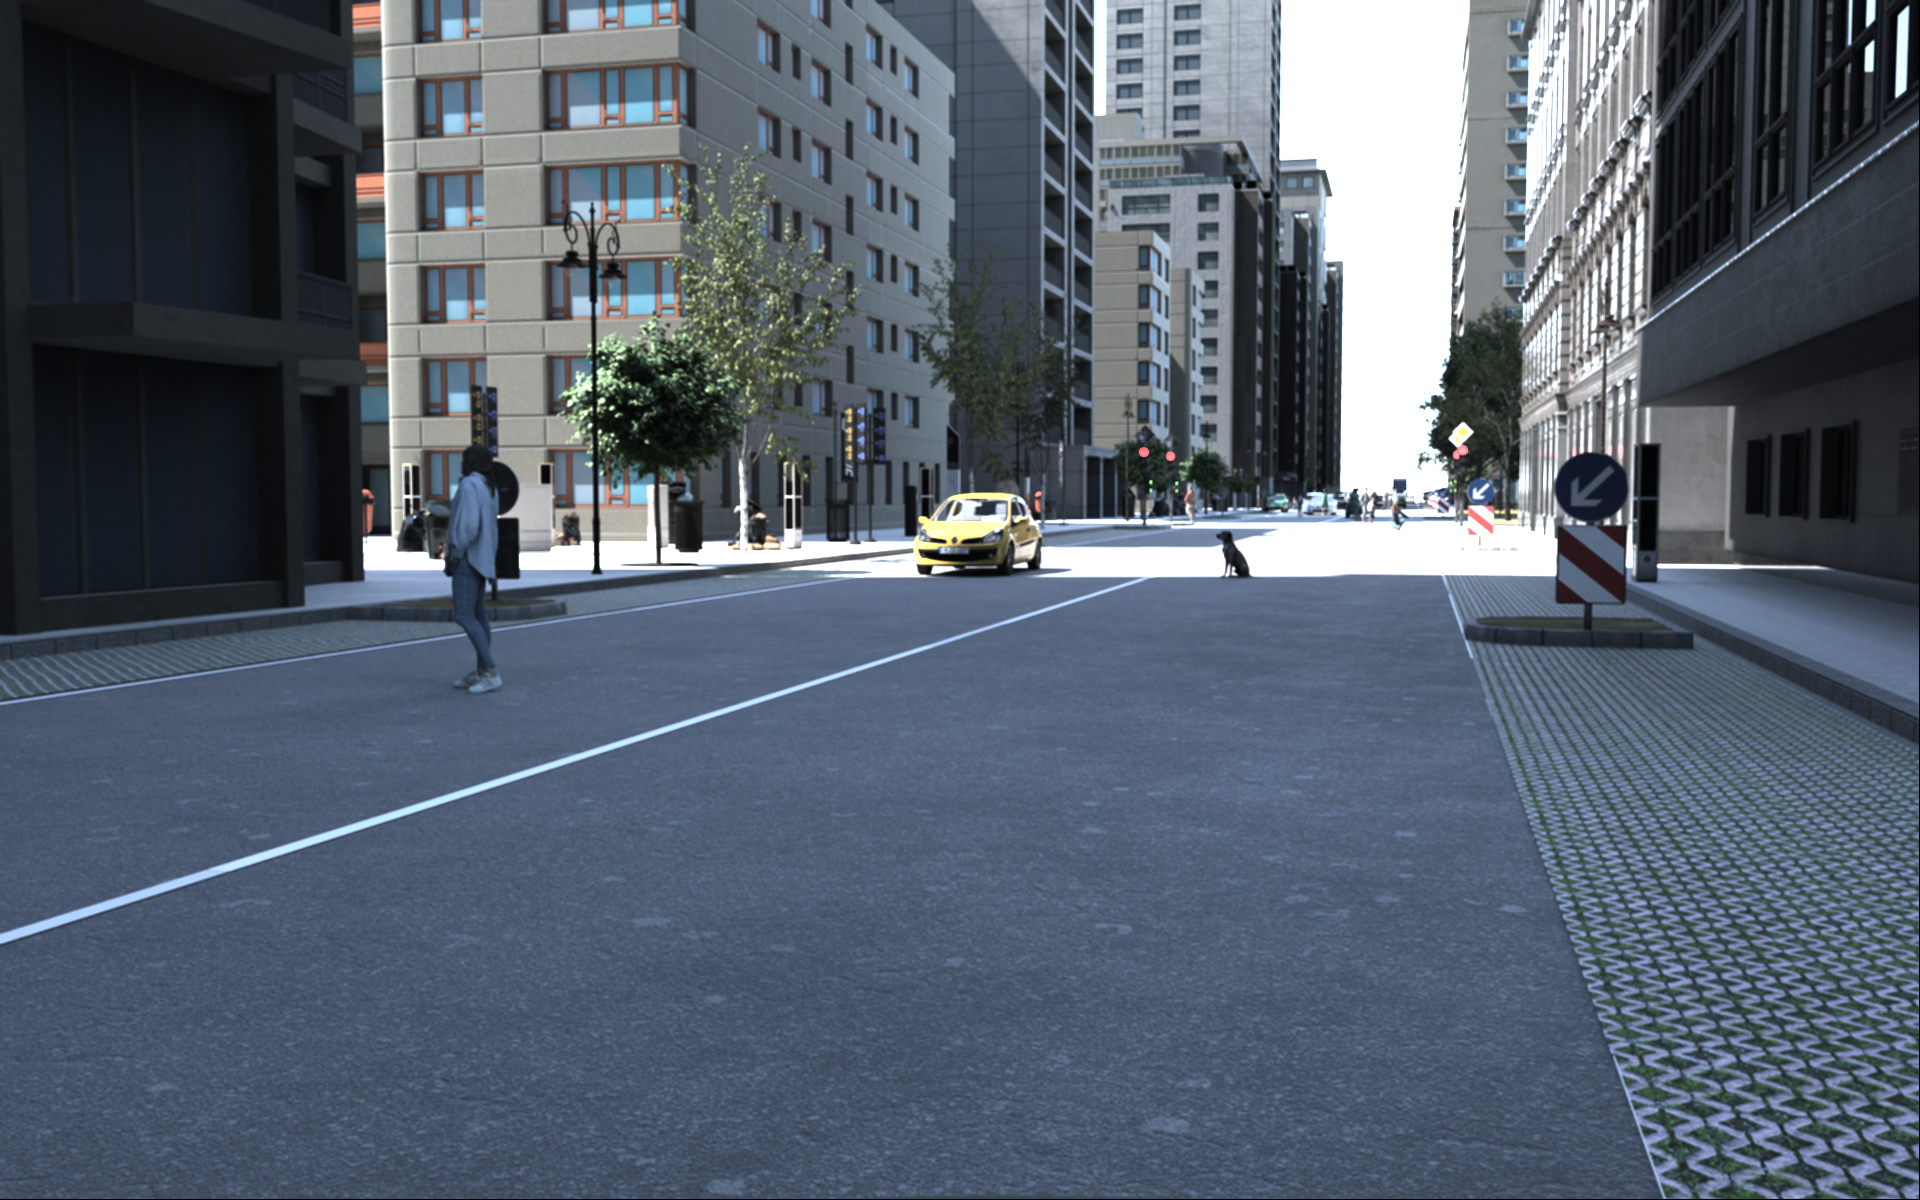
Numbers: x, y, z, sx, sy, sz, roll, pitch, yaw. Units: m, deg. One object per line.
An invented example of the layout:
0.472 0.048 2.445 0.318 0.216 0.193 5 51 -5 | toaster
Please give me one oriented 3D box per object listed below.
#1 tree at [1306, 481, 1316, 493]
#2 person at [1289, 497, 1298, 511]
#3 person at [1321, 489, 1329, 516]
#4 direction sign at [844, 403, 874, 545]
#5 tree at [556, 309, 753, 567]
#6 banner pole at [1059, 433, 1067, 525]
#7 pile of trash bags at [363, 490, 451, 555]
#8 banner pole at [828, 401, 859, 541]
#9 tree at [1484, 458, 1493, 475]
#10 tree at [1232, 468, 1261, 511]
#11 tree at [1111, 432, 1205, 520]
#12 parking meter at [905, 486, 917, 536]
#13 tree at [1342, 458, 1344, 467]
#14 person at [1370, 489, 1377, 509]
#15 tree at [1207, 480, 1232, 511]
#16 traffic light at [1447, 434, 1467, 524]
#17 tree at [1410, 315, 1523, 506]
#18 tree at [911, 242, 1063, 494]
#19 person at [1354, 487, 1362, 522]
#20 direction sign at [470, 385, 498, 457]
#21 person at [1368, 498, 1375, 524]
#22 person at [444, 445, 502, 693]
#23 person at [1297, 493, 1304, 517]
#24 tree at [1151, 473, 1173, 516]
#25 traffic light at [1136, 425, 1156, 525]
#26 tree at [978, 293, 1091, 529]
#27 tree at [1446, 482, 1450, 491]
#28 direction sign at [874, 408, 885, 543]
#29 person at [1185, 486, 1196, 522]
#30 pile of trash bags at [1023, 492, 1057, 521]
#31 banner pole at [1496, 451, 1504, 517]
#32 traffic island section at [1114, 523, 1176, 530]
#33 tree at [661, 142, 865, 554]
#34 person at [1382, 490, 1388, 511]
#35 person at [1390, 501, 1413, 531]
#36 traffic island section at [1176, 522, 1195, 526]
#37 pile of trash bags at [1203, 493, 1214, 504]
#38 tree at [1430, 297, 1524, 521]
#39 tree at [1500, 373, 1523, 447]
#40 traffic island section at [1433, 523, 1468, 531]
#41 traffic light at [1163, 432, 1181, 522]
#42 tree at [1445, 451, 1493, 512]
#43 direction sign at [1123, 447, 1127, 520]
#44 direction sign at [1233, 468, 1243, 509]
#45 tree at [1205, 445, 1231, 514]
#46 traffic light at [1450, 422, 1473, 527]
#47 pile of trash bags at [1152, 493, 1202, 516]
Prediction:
45.939 -14.188 226.566 1.663 3.219 1.824 0 3 0 | tree
28.401 -8.137 147.031 0.738 1.151 1.012 -2 4 -30 | person
24.147 -6.467 114.485 0.529 1.795 0.600 2 4 25 | person
-2.631 -3.151 43.513 0.379 3.537 0.876 -3 5 -39 | direction sign
-5.463 -2.896 31.065 4.285 4.588 4.351 0 3 0 | tree
4.186 -4.949 70.925 0.401 3.779 0.863 1 4 23 | banner pole
-11.713 -1.718 37.841 3.447 1.369 1.912 -3 5 -42 | pile of trash bags
-3.148 -3.476 46.853 0.863 3.779 0.401 1 4 10 | banner pole
41.142 -11.507 138.494 4.360 8.622 3.978 0 3 0 | tree
23.951 -9.147 144.159 1.663 3.219 1.824 0 3 0 | tree
9.294 -6.374 87.927 4.285 4.588 4.351 0 3 0 | tree
-1.497 -2.719 52.867 0.372 1.533 0.369 0 3 0 | parking meter
65.577 -21.724 305.542 4.360 8.622 3.978 0 3 0 | tree
30.981 -7.451 130.123 0.655 1.846 0.447 -2 4 -34 | person
19.625 -8.535 134.147 1.663 3.219 1.824 0 3 0 | tree
21.596 -5.282 75.287 0.839 4.253 0.868 1 4 15 | traffic light
33.480 -11.871 111.097 9.611 12.733 9.660 0 3 0 | tree
0.567 -6.164 51.150 4.737 8.622 4.395 0 3 0 | tree
20.769 -4.970 90.034 0.573 1.790 0.520 0 4 -4 | person
-10.004 -2.721 36.491 0.379 3.537 0.876 1 4 20 | direction sign
19.783 -4.291 83.337 0.352 1.250 0.332 2 4 27 | person
-3.557 -0.243 12.744 0.793 1.790 0.793 -2 4 -33 | person
20.879 -5.828 106.387 0.523 1.515 0.503 1 4 10 | person
11.463 -6.448 100.028 1.663 3.219 1.824 0 3 0 | tree
7.560 -5.001 70.682 0.839 4.253 0.868 1 4 15 | traffic light
2.919 -6.937 63.783 4.360 8.622 3.978 0 3 0 | tree
64.765 -14.296 228.347 1.663 3.219 1.824 0 3 0 | tree
-2.368 -3.278 45.589 0.876 3.537 0.379 -2 4 -27 | direction sign
10.798 -4.444 81.139 0.573 1.828 0.580 -1 4 -10 | person
3.688 -4.447 82.463 1.912 1.369 3.447 0 4 -3 | pile of trash bags
30.527 -6.581 97.613 0.401 3.779 0.863 0 4 4 | banner pole
7.524 -2.969 70.827 2.009 0.180 2.903 1 4 15 | traffic island section
-4.436 -5.268 36.486 4.737 8.622 4.395 0 3 0 | tree
35.431 -8.292 144.262 0.526 1.800 0.537 1 4 10 | person
17.118 -3.268 67.435 1.012 1.151 0.738 -1 4 -14 | person
9.548 -3.442 78.552 2.009 0.180 2.903 1 4 15 | traffic island section
19.943 -8.300 145.453 3.447 1.369 1.912 3 5 40 | pile of trash bags
25.903 -9.061 82.563 7.601 10.594 8.767 -1 4 -14 | tree
30.991 -8.708 92.744 4.360 8.622 3.978 0 3 0 | tree
21.632 -3.248 75.392 2.009 0.180 2.903 1 4 15 | traffic island section
9.585 -5.473 78.408 0.839 4.253 0.868 1 4 15 | traffic light
37.452 -8.800 127.593 4.285 4.588 4.351 0 3 0 | tree
8.092 -5.643 84.263 0.379 3.537 0.876 0 4 1 | direction sign
23.932 -9.617 149.229 0.876 3.537 0.379 2 4 27 | direction sign
16.023 -7.883 112.598 4.285 4.588 4.351 0 3 0 | tree
19.571 -4.810 67.562 0.839 4.253 0.868 1 4 15 | traffic light
12.700 -5.696 102.886 1.912 1.369 3.447 2 4 28 | pile of trash bags
